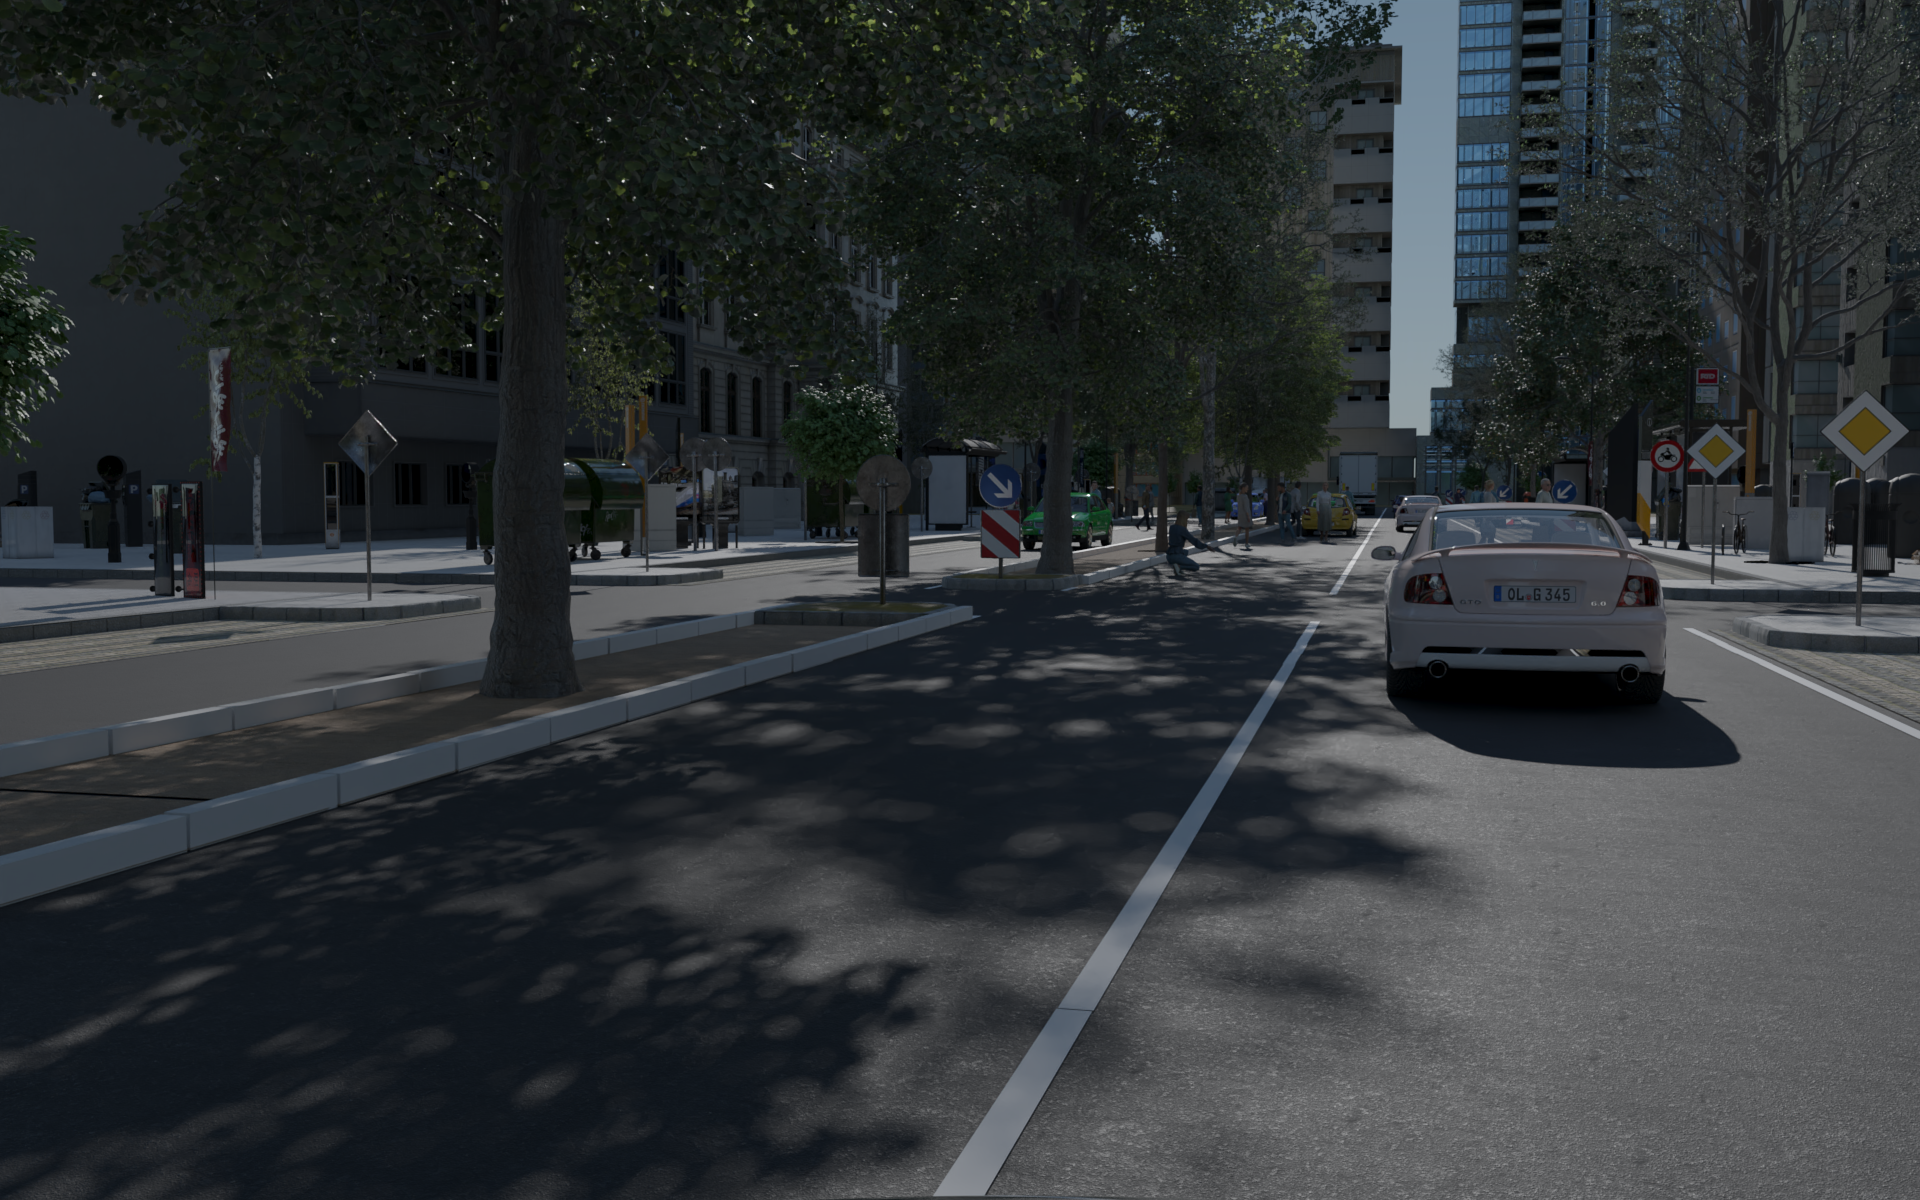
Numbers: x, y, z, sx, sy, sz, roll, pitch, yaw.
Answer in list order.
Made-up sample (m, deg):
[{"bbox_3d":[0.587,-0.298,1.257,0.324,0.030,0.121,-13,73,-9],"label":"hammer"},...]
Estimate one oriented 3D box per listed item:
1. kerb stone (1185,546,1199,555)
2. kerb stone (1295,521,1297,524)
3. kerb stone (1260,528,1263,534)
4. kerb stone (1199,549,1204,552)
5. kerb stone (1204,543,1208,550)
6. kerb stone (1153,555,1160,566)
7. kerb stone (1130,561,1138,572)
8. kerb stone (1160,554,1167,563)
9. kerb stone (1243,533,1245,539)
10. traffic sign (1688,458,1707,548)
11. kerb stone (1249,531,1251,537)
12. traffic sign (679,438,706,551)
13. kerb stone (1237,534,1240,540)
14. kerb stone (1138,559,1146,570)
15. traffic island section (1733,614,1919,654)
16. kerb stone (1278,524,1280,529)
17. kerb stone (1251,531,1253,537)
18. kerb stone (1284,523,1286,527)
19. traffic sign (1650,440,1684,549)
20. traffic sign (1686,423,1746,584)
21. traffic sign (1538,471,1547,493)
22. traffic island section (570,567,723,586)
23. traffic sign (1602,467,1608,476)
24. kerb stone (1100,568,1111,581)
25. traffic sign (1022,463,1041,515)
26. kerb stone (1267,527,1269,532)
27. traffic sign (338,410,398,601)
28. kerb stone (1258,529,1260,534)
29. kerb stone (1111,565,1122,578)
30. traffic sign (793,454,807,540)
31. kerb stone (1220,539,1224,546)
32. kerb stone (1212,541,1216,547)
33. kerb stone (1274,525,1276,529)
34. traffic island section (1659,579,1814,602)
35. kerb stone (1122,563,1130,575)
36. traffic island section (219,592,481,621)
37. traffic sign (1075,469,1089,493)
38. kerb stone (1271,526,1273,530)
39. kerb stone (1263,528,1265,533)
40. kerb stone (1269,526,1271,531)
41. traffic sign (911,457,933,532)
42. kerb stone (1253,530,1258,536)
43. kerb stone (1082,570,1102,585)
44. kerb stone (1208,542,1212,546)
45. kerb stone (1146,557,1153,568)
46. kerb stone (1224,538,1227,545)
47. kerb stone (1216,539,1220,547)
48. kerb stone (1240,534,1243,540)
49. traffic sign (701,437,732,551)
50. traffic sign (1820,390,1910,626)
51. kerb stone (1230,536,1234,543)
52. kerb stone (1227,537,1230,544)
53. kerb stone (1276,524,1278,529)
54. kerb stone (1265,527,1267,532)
[{"bbox_3d":[5.592,-1.197,41.771,0.120,0.150,1.000,1,4,14],"label":"kerb stone"},{"bbox_3d":[17.086,-3.990,87.536,0.120,0.150,1.000,1,4,14],"label":"kerb stone"},{"bbox_3d":[10.587,-2.414,61.659,0.120,0.150,1.000,1,4,14],"label":"kerb stone"},{"bbox_3d":[5.840,-1.258,42.763,0.120,0.150,1.000,1,4,14],"label":"kerb stone"},{"bbox_3d":[6.087,-1.319,43.755,0.120,0.150,1.000,1,4,14],"label":"kerb stone"},{"bbox_3d":[3.847,-0.770,34.809,0.120,0.150,1.000,1,4,14],"label":"kerb stone"},{"bbox_3d":[3.095,-0.589,31.825,0.120,0.150,1.000,1,4,14],"label":"kerb stone"},{"bbox_3d":[4.092,-0.830,35.803,0.120,0.150,1.000,1,4,14],"label":"kerb stone"},{"bbox_3d":[8.843,-1.987,54.690,0.120,0.150,1.000,1,4,14],"label":"kerb stone"},{"bbox_3d":[17.620,-2.510,41.050,0.884,2.594,0.081,1,4,22],"label":"traffic sign"},{"bbox_3d":[9.345,-2.109,56.674,0.120,0.150,1.000,1,4,14],"label":"kerb stone"},{"bbox_3d":[-5.986,-2.383,39.073,0.768,2.556,0.104,1,4,16],"label":"traffic sign"},{"bbox_3d":[8.337,-1.864,52.709,0.120,0.150,1.000,1,4,14],"label":"kerb stone"},{"bbox_3d":[3.346,-0.650,32.822,0.120,0.150,1.000,1,4,14],"label":"kerb stone"},{"bbox_3d":[8.768,0.331,16.874,2.009,0.180,2.903,1,4,14],"label":"traffic island section"},{"bbox_3d":[12.835,-2.960,70.626,0.120,0.150,1.000,1,4,14],"label":"kerb stone"},{"bbox_3d":[9.586,-2.166,57.667,0.120,0.150,1.000,1,4,14],"label":"kerb stone"},{"bbox_3d":[13.839,-3.205,74.604,0.120,0.150,1.000,1,4,14],"label":"kerb stone"},{"bbox_3d":[16.554,-2.475,40.577,0.768,2.556,0.104,1,4,22],"label":"traffic sign"},{"bbox_3d":[10.689,-1.279,24.548,0.795,2.450,0.064,1,4,14],"label":"traffic sign"},{"bbox_3d":[32.041,-5.854,95.820,0.768,2.556,0.104,1,4,22],"label":"traffic sign"},{"bbox_3d":[-5.184,-0.387,28.603,2.009,0.180,2.903,1,4,14],"label":"traffic island section"},{"bbox_3d":[21.886,-3.469,57.910,0.795,2.450,0.064,1,4,23],"label":"traffic sign"},{"bbox_3d":[2.341,-0.407,28.845,0.120,0.150,1.000,1,4,14],"label":"kerb stone"},{"bbox_3d":[2.894,-4.300,70.417,0.768,2.556,0.104,1,4,19],"label":"traffic sign"},{"bbox_3d":[11.331,-2.595,64.634,0.120,0.150,1.000,1,4,14],"label":"kerb stone"},{"bbox_3d":[-7.105,-1.049,20.790,0.795,2.450,0.064,1,4,14],"label":"traffic sign"},{"bbox_3d":[10.339,-2.349,60.667,0.120,0.150,1.000,1,4,14],"label":"kerb stone"},{"bbox_3d":[2.603,-0.467,29.834,0.120,0.150,1.000,1,4,14],"label":"kerb stone"},{"bbox_3d":[-4.277,-2.921,47.857,0.768,2.556,0.104,2,4,23],"label":"traffic sign"},{"bbox_3d":[7.095,-1.562,47.737,0.120,0.150,1.000,1,4,14],"label":"kerb stone"},{"bbox_3d":[6.596,-1.440,45.747,0.120,0.150,1.000,1,4,14],"label":"kerb stone"},{"bbox_3d":[12.346,-2.839,68.632,0.120,0.150,1.000,1,4,14],"label":"kerb stone"},{"bbox_3d":[10.714,-0.143,24.619,2.009,0.180,2.903,1,4,14],"label":"traffic island section"},{"bbox_3d":[2.842,-0.525,30.835,0.120,0.150,1.000,1,4,14],"label":"kerb stone"},{"bbox_3d":[-7.129,0.087,20.858,2.009,0.180,2.903,1,4,14],"label":"traffic island section"},{"bbox_3d":[6.100,-5.299,86.746,0.768,2.556,0.104,1,4,20],"label":"traffic sign"},{"bbox_3d":[11.836,-2.718,66.633,0.120,0.150,1.000,1,4,14],"label":"kerb stone"},{"bbox_3d":[10.839,-2.474,62.649,0.120,0.150,1.000,1,4,14],"label":"kerb stone"},{"bbox_3d":[11.588,-2.653,65.632,0.120,0.150,1.000,1,4,14],"label":"kerb stone"},{"bbox_3d":[-1.309,-3.606,59.066,0.768,2.556,0.104,1,4,16],"label":"traffic sign"},{"bbox_3d":[10.090,-2.291,59.658,0.120,0.150,1.000,1,4,14],"label":"kerb stone"},{"bbox_3d":[2.099,-0.341,27.852,0.120,0.150,1.000,1,4,14],"label":"kerb stone"},{"bbox_3d":[6.343,-1.380,44.754,0.120,0.150,1.000,1,4,14],"label":"kerb stone"},{"bbox_3d":[3.588,-0.710,33.815,0.120,0.150,1.000,1,4,14],"label":"kerb stone"},{"bbox_3d":[7.343,-1.623,48.730,0.120,0.150,1.000,1,4,14],"label":"kerb stone"},{"bbox_3d":[6.839,-1.501,46.741,0.120,0.150,1.000,1,4,14],"label":"kerb stone"},{"bbox_3d":[8.586,-1.925,53.701,0.120,0.150,1.000,1,4,14],"label":"kerb stone"},{"bbox_3d":[-5.459,-2.362,38.726,0.768,2.556,0.104,1,4,22],"label":"traffic sign"},{"bbox_3d":[8.744,-0.805,16.802,0.795,2.450,0.064,1,4,14],"label":"traffic sign"},{"bbox_3d":[7.841,-1.744,50.715,0.120,0.150,1.000,1,4,14],"label":"kerb stone"},{"bbox_3d":[7.586,-1.680,49.723,0.120,0.150,1.000,1,4,14],"label":"kerb stone"},{"bbox_3d":[12.588,-2.899,69.634,0.120,0.150,1.000,1,4,14],"label":"kerb stone"},{"bbox_3d":[11.085,-2.535,63.642,0.120,0.150,1.000,1,4,14],"label":"kerb stone"}]
